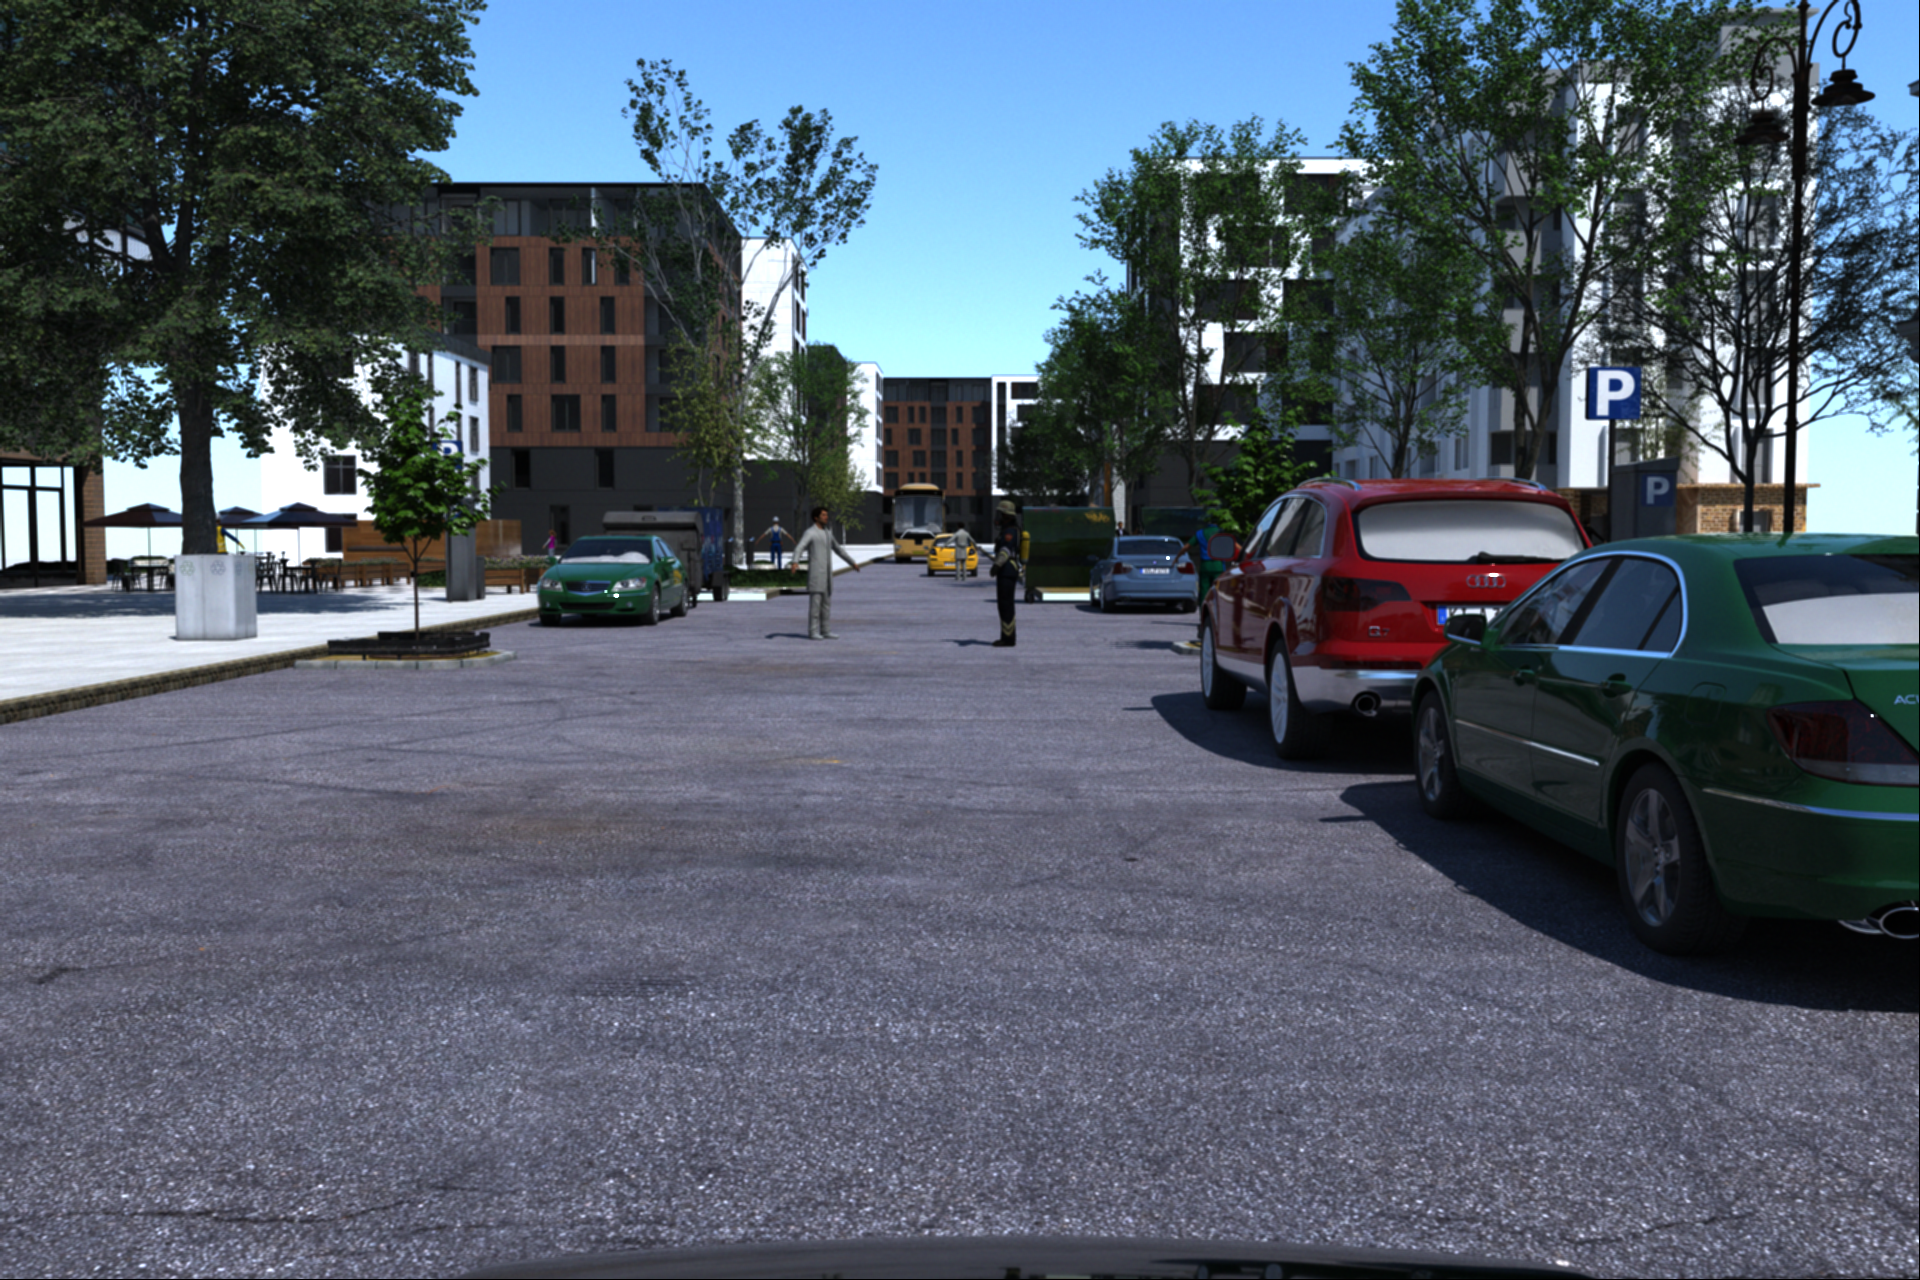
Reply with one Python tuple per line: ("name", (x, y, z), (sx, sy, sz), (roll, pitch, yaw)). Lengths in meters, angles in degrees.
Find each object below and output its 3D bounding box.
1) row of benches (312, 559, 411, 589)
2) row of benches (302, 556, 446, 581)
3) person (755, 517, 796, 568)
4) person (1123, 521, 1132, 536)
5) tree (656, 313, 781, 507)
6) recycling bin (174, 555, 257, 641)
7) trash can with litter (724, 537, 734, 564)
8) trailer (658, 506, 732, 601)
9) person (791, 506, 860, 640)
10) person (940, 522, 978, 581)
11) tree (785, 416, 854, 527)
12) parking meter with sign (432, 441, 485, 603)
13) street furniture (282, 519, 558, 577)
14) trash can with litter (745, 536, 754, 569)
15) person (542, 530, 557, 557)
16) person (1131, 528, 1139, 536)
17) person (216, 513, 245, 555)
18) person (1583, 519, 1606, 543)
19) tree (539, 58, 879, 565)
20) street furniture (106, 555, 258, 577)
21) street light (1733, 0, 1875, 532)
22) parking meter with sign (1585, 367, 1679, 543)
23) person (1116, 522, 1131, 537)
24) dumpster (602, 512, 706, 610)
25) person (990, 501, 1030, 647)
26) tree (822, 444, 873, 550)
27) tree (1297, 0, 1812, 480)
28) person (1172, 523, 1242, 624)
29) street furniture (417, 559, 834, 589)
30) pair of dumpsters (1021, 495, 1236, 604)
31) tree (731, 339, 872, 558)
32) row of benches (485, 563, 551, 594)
("row of benches", (-14.562, -1.632, 42.144), (1.422, 0.672, 4.104), (0, 4, 7))
("row of benches", (-16.067, -1.969, 47.651), (4.104, 0.672, 1.422), (-1, 4, -16))
("person", (-6.049, -3.123, 56.916), (1.347, 1.847, 0.705), (0, 4, -8))
("person", (6.587, -3.789, 68.079), (0.705, 1.813, 1.348), (-2, 4, -31))
("tree", (-8.459, -6.635, 58.847), (4.737, 8.622, 4.395), (0, 3, 0))
("recycling bin", (-9.080, -0.526, 21.146), (0.722, 1.027, 0.722), (0, 4, 0))
("trash can with litter", (-6.428, -2.339, 49.296), (1.678, 1.210, 2.233), (0, 4, 0))
("trailer", (-5.740, -1.796, 36.411), (1.471, 1.999, 3.904), (0, 4, 0))
("person", (-1.885, -0.917, 23.633), (0.705, 1.806, 1.347), (3, 4, 37))
("person", (0.011, -2.726, 53.217), (1.347, 1.806, 0.705), (-2, 4, -31))
("tree", (-8.792, -9.656, 108.235), (4.737, 8.622, 4.395), (0, 3, 0))
("parking meter with sign", (-9.548, -2.258, 33.186), (0.543, 3.016, 1.738), (0, 3, 0))
("street furniture", (-15.178, -2.897, 54.225), (9.812, 1.723, 11.010), (0, 4, 4))
("trash can with litter", (-6.297, -2.579, 53.227), (1.678, 1.210, 2.233), (0, 4, 2))
("person", (-14.633, -3.214, 61.817), (0.599, 1.433, 0.991), (1, 4, 13))
("person", (4.214, -1.999, 38.828), (1.346, 1.812, 0.704), (-3, 5, -39))
("person", (-17.317, -2.082, 40.501), (1.216, 1.772, 0.721), (0, 4, 7))
("person", (21.202, -3.204, 58.574), (1.347, 1.806, 0.705), (3, 5, 44))
("tree", (-10.587, -13.165, 71.144), (12.611, 20.169, 13.585), (0, 3, 0))
("street furniture", (-26.440, -2.459, 55.831), (5.734, 0.657, 10.072), (0, 4, 2))
("street light", (7.172, -2.575, 14.894), (0.468, 5.910, 1.993), (0, 3, 0))
("parking meter with sign", (6.819, -1.289, 17.331), (0.543, 3.016, 1.738), (0, 3, 0))
("person", (5.922, -3.486, 63.720), (1.216, 1.740, 0.721), (-1, 4, -9))
("dumpster", (-5.877, -1.530, 33.229), (1.865, 1.857, 1.264), (0, 4, 0))
("person", (0.565, -0.850, 22.138), (0.705, 1.856, 1.354), (0, 4, 7))
("tree", (-9.262, -11.558, 139.343), (4.737, 8.622, 4.395), (0, 3, 0))
("tree", (9.904, -6.364, 29.807), (9.928, 11.665, 9.643), (0, 3, 0))
("person", (3.936, -1.123, 26.951), (1.347, 1.817, 0.704), (1, 4, 21))
("street furniture", (-7.998, -1.672, 42.966), (10.072, 0.657, 5.734), (0, 4, 6))
("pair of dumpsters", (3.457, -1.901, 36.038), (4.436, 2.255, 1.574), (0, 4, -1))
("tree", (-8.394, -10.140, 91.545), (9.928, 11.665, 9.643), (0, 3, 0))
("row of benches", (-8.969, -1.374, 37.934), (4.104, 0.672, 1.422), (-3, 5, -43))
